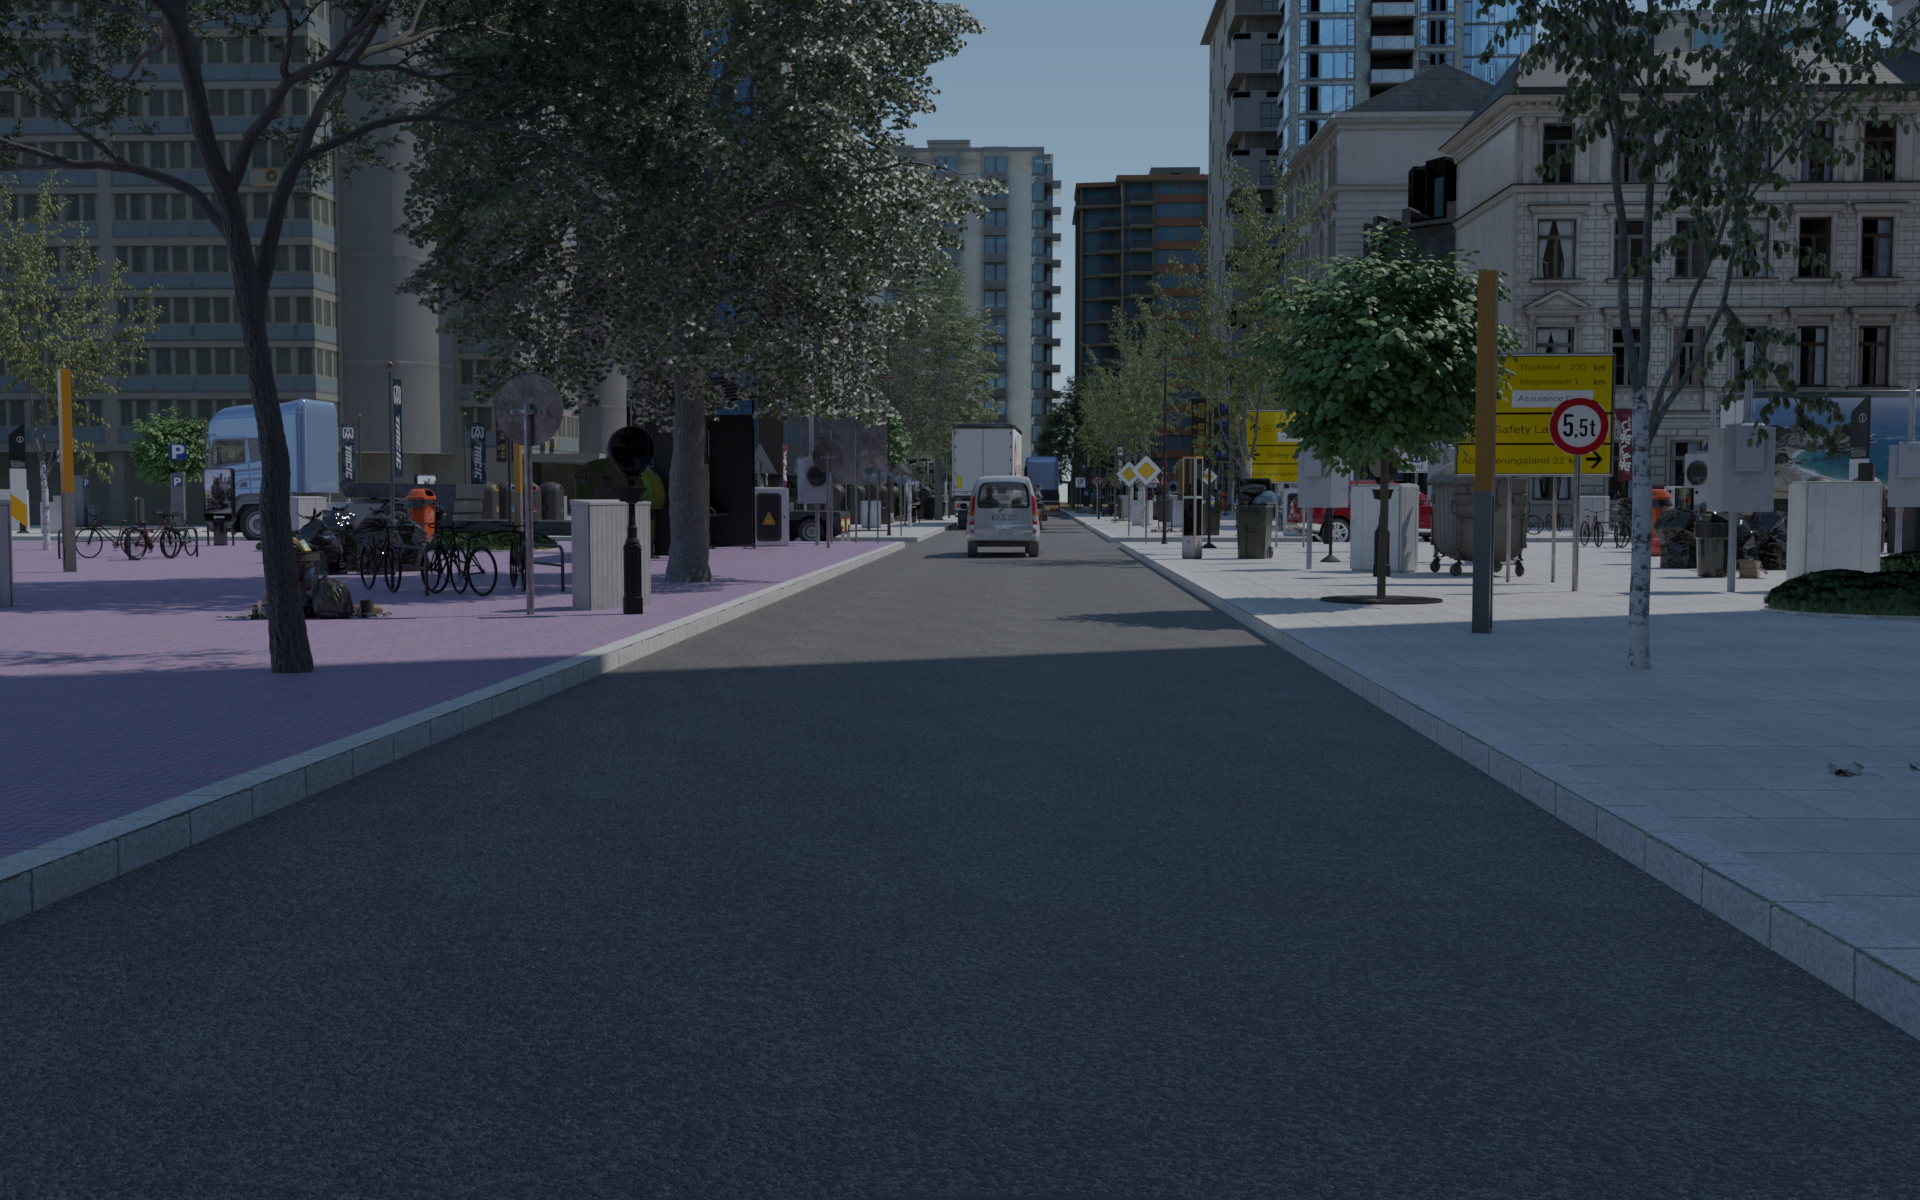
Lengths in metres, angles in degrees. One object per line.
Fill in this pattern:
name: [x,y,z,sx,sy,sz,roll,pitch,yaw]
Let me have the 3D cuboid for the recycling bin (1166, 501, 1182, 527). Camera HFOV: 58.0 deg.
recycling bin: [8.296,-3.327,66.955,0.722,1.027,0.722,0,4,-7]

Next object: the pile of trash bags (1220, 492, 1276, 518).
pile of trash bags: [15.378,-5.070,92.654,3.447,1.369,1.912,1,4,19]

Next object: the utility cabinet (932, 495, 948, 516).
utility cabinet: [-1.157,-5.610,102.881,1.020,1.237,0.306,1,4,17]

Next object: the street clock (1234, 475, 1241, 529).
street clock: [10.336,-3.649,64.233,0.358,2.002,0.471,0,4,3]

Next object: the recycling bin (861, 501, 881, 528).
recycling bin: [-3.398,-3.264,65.923,0.722,1.027,0.722,0,4,-8]

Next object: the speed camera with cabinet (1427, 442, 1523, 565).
speed camera with cabinet: [9.533,-2.307,32.062,0.660,3.252,2.038,-2,4,-24]

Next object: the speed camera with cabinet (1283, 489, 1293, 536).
speed camera with cabinet: [10.947,-3.585,52.947,2.038,3.252,0.660,1,4,20]

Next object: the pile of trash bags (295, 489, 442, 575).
pile of trash bags: [-9.677,-1.172,28.908,1.912,1.369,3.447,1,4,10]

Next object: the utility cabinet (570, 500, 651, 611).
utility cabinet: [-3.920,-0.512,19.527,0.306,1.237,1.020,2,4,31]

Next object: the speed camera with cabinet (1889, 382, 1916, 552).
speed camera with cabinet: [17.505,-2.211,30.481,2.038,3.252,0.660,2,4,29]

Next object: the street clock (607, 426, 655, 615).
street clock: [-3.499,-0.850,18.475,0.471,2.002,0.358,-1,4,-20]

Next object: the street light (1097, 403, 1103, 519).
street light: [7.041,-7.032,87.759,0.468,5.910,1.993,0,4,2]

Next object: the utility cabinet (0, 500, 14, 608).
utility cabinet: [-11.256,-0.510,19.503,1.020,1.237,0.306,-2,4,-26]

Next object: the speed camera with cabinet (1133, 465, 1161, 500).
speed camera with cabinet: [12.581,-7.471,116.483,2.038,3.252,0.660,1,4,23]

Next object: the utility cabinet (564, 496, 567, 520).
utility cabinet: [-15.361,-3.351,65.956,1.020,1.237,0.306,3,5,43]

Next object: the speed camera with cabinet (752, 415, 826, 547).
speed camera with cabinet: [-4.255,-2.955,42.657,2.038,3.252,0.660,-2,4,-24]

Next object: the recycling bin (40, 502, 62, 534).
recycling bin: [-29.499,-2.683,56.419,0.722,1.027,0.722,-1,4,-20]

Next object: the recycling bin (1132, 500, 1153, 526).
recycling bin: [7.424,-3.544,70.492,0.722,1.027,0.722,1,4,18]

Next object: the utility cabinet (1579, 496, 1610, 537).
utility cabinet: [19.000,-2.507,52.154,0.306,1.237,1.020,-3,5,-40]

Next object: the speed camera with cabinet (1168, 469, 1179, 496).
speed camera with cabinet: [14.392,-7.770,121.370,2.038,3.252,0.660,2,4,28]

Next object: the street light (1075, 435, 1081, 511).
street light: [8.672,-9.432,126.997,0.468,5.910,1.993,0,4,2]

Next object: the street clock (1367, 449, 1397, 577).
street clock: [6.544,-1.361,26.829,0.358,2.002,0.471,-2,4,-32]

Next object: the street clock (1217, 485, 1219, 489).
street clock: [18.022,-7.156,121.575,0.358,2.002,0.471,0,4,-2]

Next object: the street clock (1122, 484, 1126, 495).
street clock: [10.516,-6.417,109.481,0.471,2.002,0.358,-1,4,-20]

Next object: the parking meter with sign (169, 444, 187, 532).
parking meter with sign: [-26.890,-3.868,59.505,0.543,3.016,1.738,-1,4,-21]

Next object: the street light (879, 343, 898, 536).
street light: [-2.191,-4.925,53.311,0.468,5.910,1.993,0,4,2]

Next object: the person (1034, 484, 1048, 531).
person: [3.022,-3.640,67.986,0.822,1.834,0.622,0,4,5]

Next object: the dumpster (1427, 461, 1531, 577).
dumpster: [8.263,-1.336,27.597,1.264,1.857,1.865,0,4,2]

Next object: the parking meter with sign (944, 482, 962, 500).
parking meter with sign: [-0.681,-7.017,110.989,1.738,3.016,0.543,1,4,13]

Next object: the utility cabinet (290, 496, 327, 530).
utility cabinet: [-17.138,-2.106,45.593,0.306,1.237,1.020,2,4,24]

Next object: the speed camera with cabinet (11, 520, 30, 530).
speed camera with cabinet: [-34.043,-4.083,61.087,2.038,3.252,0.660,-1,4,-22]

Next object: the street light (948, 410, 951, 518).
street light: [-0.585,-7.342,92.823,0.468,5.910,1.993,0,4,2]

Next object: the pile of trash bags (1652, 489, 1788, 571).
pile of trash bags: [13.017,-1.262,30.382,1.912,1.369,3.447,-1,4,-13]

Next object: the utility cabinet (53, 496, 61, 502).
utility cabinet: [-32.386,-3.141,62.521,1.020,1.237,0.306,3,5,43]

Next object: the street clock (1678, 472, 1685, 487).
street clock: [24.108,-3.242,57.583,0.471,2.002,0.358,2,4,27]

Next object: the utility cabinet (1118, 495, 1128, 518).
utility cabinet: [8.826,-4.951,92.112,0.306,1.237,1.020,-2,4,-28]

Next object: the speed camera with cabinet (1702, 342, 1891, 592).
speed camera with cabinet: [10.963,-1.739,22.766,2.038,3.252,0.660,0,4,3]

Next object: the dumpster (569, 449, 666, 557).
dumpster: [-6.637,-1.902,33.591,1.502,2.255,1.985,0,4,2]

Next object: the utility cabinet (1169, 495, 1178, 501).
utility cabinet: [11.059,-4.958,92.228,1.020,1.237,0.306,0,4,1]

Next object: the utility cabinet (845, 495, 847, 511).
utility cabinet: [-8.022,-6.821,122.678,0.306,1.237,1.020,3,5,39]

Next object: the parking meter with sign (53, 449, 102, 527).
parking meter with sign: [-33.991,-4.316,66.819,1.738,3.016,0.543,1,4,13]

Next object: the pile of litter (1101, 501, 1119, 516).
pile of litter: [8.938,-5.285,100.367,1.719,0.858,1.176,-1,4,-13]

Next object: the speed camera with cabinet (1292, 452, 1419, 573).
speed camera with cabinet: [6.674,-2.122,29.037,0.660,3.252,2.038,-3,5,-43]

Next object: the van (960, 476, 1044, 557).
van: [0.992,-2.064,40.754,2.013,2.044,4.112,0,4,0]

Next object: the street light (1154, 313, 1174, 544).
street light: [5.242,-4.372,44.263,0.468,5.910,1.993,0,4,2]

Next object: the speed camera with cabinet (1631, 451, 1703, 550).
speed camera with cabinet: [15.729,-2.665,37.903,0.660,3.252,2.038,-2,4,-28]

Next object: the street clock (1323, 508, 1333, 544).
street clock: [9.443,-2.435,44.380,0.471,2.002,0.358,2,4,31]
